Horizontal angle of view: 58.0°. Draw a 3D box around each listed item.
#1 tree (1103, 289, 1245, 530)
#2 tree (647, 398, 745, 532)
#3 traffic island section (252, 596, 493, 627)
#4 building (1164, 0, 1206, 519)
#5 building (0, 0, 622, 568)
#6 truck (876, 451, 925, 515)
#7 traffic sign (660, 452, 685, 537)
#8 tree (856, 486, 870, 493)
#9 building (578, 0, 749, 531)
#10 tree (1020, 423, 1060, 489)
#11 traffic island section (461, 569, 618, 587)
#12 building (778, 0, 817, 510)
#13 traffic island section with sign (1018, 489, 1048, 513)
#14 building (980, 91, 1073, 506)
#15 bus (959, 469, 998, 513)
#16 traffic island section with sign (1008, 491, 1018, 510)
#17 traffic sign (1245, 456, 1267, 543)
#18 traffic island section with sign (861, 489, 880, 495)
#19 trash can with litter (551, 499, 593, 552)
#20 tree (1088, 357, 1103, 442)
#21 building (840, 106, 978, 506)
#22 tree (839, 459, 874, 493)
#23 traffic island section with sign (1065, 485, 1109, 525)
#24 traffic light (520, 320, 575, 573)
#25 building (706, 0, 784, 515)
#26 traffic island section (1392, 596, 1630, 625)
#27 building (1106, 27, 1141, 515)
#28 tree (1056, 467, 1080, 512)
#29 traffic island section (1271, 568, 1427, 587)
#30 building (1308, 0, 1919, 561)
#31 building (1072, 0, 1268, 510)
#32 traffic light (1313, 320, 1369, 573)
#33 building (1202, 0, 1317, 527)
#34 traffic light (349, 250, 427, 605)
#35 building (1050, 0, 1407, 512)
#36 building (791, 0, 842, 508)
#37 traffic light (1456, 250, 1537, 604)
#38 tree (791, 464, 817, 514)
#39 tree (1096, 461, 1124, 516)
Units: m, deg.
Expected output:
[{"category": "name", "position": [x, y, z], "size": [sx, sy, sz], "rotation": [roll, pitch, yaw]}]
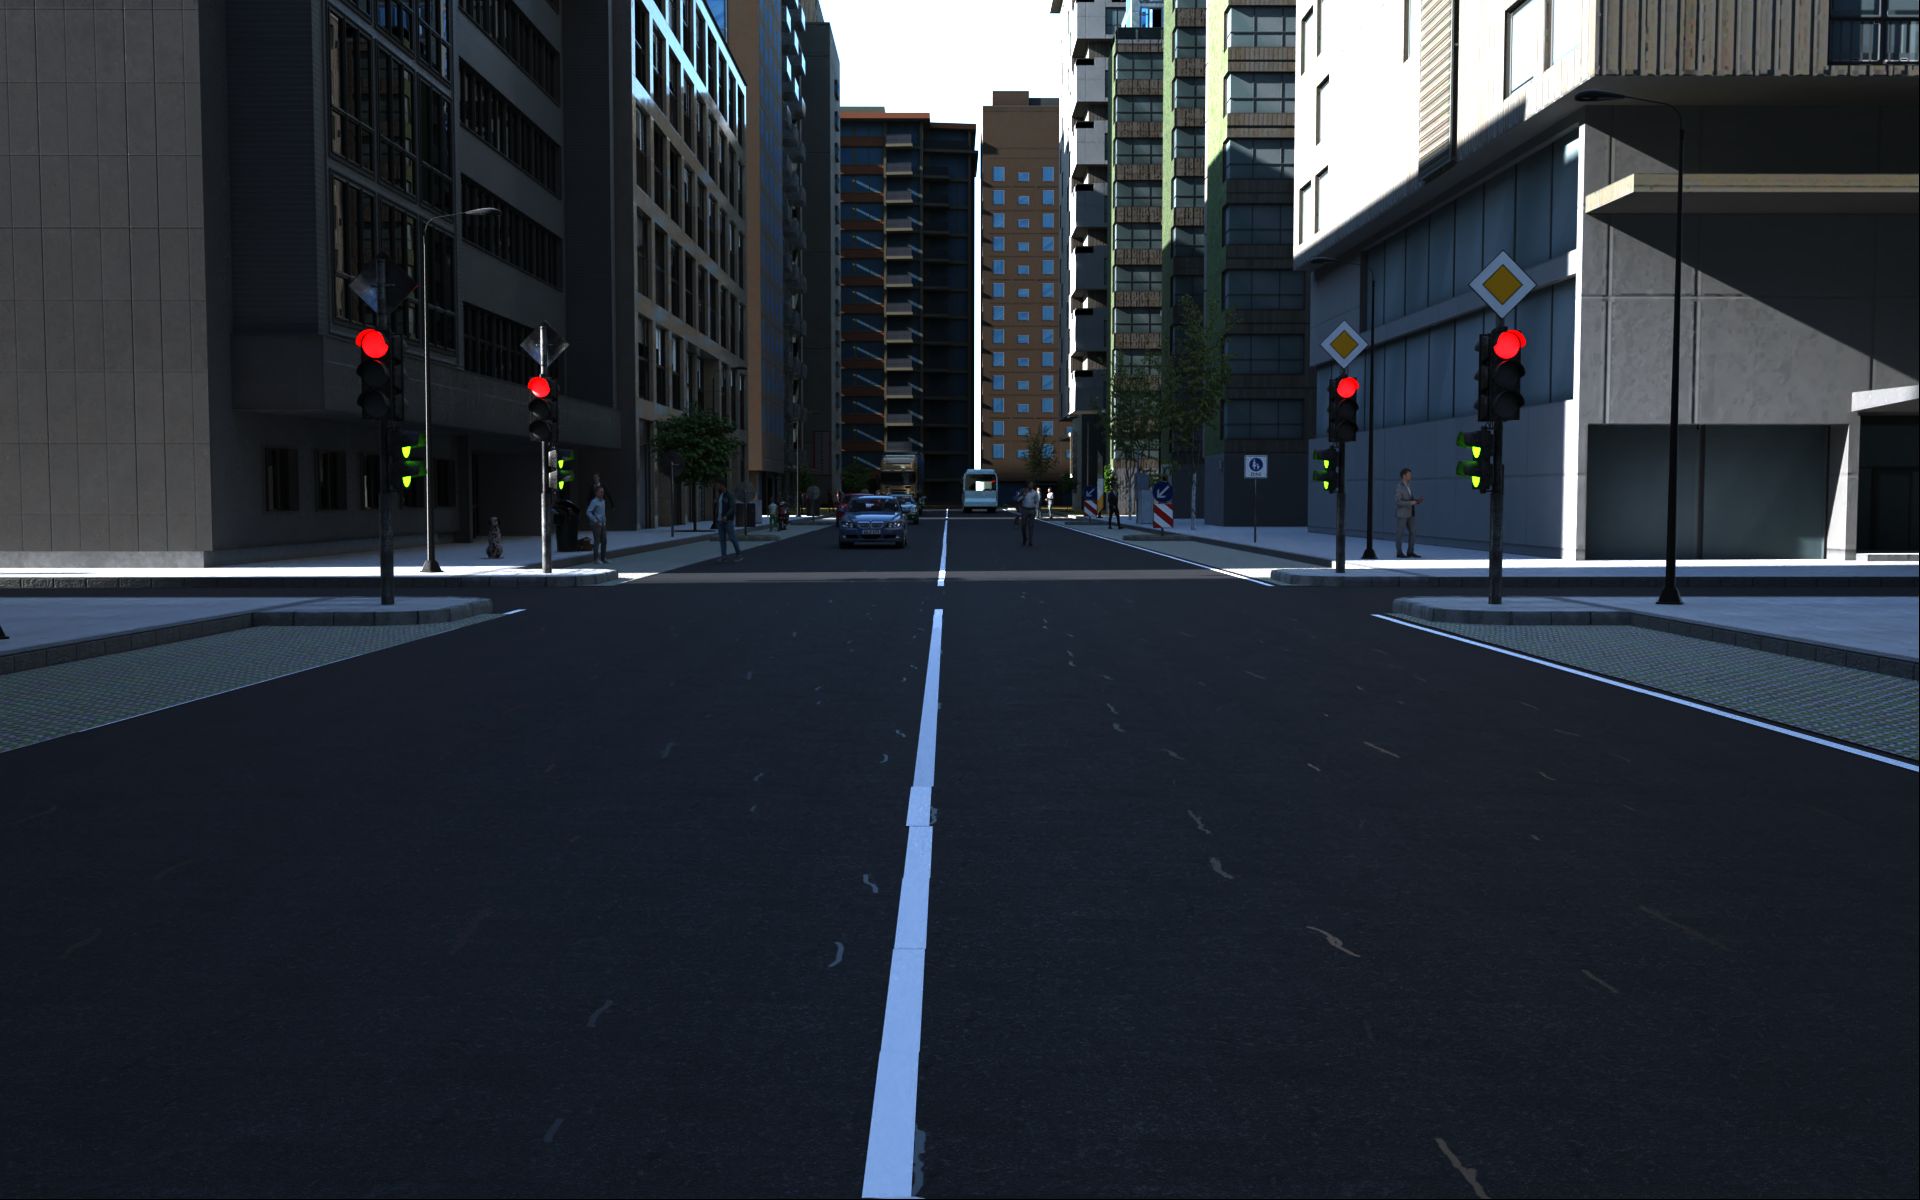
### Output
[{"category": "tree", "position": [8.202, -6.813, 61.748], "size": [4.737, 8.622, 4.395], "rotation": [0, 3, 0]}, {"category": "tree", "position": [-9.023, -4.626, 59.350], "size": [4.285, 4.588, 4.351], "rotation": [0, 3, 0]}, {"category": "traffic island section", "position": [-6.673, 0.131, 20.141], "size": [2.009, 0.180, 2.903], "rotation": [0, 4, 0]}, {"category": "building", "position": [17.981, -19.845, 96.169], "size": [14.160, 30.474, 14.107], "rotation": [0, 4, 0]}, {"category": "building", "position": [-18.544, -13.767, 44.154], "size": [14.314, 24.678, 30.058], "rotation": [0, 4, 0]}, {"category": "truck", "position": [-3.860, -7.786, 116.206], "size": [2.839, 4.237, 11.283], "rotation": [0, 4, 2]}, {"category": "traffic sign", "position": [-8.615, -3.163, 51.827], "size": [0.768, 2.556, 0.104], "rotation": [0, 4, 7]}, {"category": "tree", "position": [-9.579, -10.651, 168.740], "size": [1.663, 3.219, 1.824], "rotation": [0, 3, 0]}, {"category": "building", "position": [-20.987, -16.639, 76.561], "size": [19.350, 26.468, 34.151], "rotation": [0, 4, 0]}, {"category": "tree", "position": [8.156, -14.111, 181.082], "size": [4.737, 8.622, 4.395], "rotation": [0, 3, 0]}, {"category": "traffic island section", "position": [-6.725, -0.358, 28.126], "size": [2.009, 0.180, 2.903], "rotation": [0, 4, 0]}, {"category": "building", "position": [-23.483, -31.324, 131.748], "size": [23.786, 49.044, 30.456], "rotation": [0, 4, 0]}, {"category": "traffic island section with sign", "position": [5.559, -7.438, 130.240], "size": [1.989, 1.847, 2.006], "rotation": [0, 4, 0]}, {"category": "building", "position": [9.521, -33.381, 195.891], "size": [14.200, 45.320, 14.600], "rotation": [0, 4, 0]}, {"category": "bus", "position": [1.461, -8.526, 134.256], "size": [2.948, 3.499, 13.247], "rotation": [0, 4, 0]}, {"category": "traffic island section with sign", "position": [5.377, -9.139, 158.047], "size": [1.989, 1.847, 2.006], "rotation": [0, 4, 0]}, {"category": "traffic sign", "position": [7.807, -2.669, 45.763], "size": [0.606, 2.300, 0.079], "rotation": [0, 4, 1]}, {"category": "traffic island section with sign", "position": [-7.069, -7.429, 130.092], "size": [1.989, 1.847, 2.006], "rotation": [0, 4, 0]}, {"category": "trash can with litter", "position": [-8.673, -1.670, 38.697], "size": [0.624, 1.170, 1.055], "rotation": [2, 4, 25]}, {"category": "tree", "position": [8.398, -8.256, 85.341], "size": [4.737, 8.622, 4.395], "rotation": [0, 3, 0]}, {"category": "building", "position": [-12.447, -33.270, 198.587], "size": [28.867, 44.769, 22.147], "rotation": [0, 4, 0]}, {"category": "tree", "position": [-9.728, -10.969, 163.050], "size": [4.285, 4.588, 4.351], "rotation": [0, 3, 0]}, {"category": "traffic island section with sign", "position": [5.876, -4.388, 80.364], "size": [1.989, 1.847, 2.006], "rotation": [0, 4, 0]}, {"category": "traffic light", "position": [-6.685, -2.390, 27.992], "size": [0.839, 4.253, 0.868], "rotation": [0, 4, 0]}, {"category": "building", "position": [-18.826, -28.104, 109.605], "size": [14.600, 45.320, 14.200], "rotation": [0, 4, 0]}, {"category": "traffic island section", "position": [6.268, 0.126, 20.220], "size": [2.009, 0.180, 2.903], "rotation": [0, 4, 0]}, {"category": "building", "position": [16.280, -20.773, 111.346], "size": [14.160, 30.474, 14.107], "rotation": [0, 4, 0]}, {"category": "tree", "position": [7.721, -8.045, 126.137], "size": [1.663, 3.219, 1.824], "rotation": [0, 3, 0]}, {"category": "traffic island section", "position": [6.216, -0.362, 28.205], "size": [2.009, 0.180, 2.903], "rotation": [0, 4, 0]}, {"category": "building", "position": [24.037, -27.746, 42.889], "size": [27.495, 52.752, 28.713], "rotation": [0, 4, 0]}, {"category": "building", "position": [21.001, -50.123, 132.178], "size": [22.319, 86.520, 31.000], "rotation": [0, 4, 0]}, {"category": "traffic light", "position": [6.176, -2.396, 28.091], "size": [0.839, 4.253, 0.868], "rotation": [0, 4, 0]}, {"category": "building", "position": [17.341, -23.864, 73.767], "size": [14.154, 41.232, 14.086], "rotation": [0, 4, 0]}, {"category": "traffic light", "position": [-6.633, -1.901, 20.007], "size": [0.839, 4.253, 0.868], "rotation": [0, 4, 0]}, {"category": "building", "position": [23.495, -35.058, 162.429], "size": [28.713, 52.752, 27.495], "rotation": [0, 4, 0]}, {"category": "building", "position": [-22.615, -33.185, 166.271], "size": [21.600, 48.544, 21.300], "rotation": [0, 4, 0]}, {"category": "traffic light", "position": [6.228, -1.907, 20.106], "size": [0.839, 4.253, 0.868], "rotation": [0, 4, 0]}, {"category": "tree", "position": [-10.019, -7.105, 110.761], "size": [1.663, 3.219, 1.824], "rotation": [0, 3, 0]}, {"category": "tree", "position": [8.875, -6.550, 101.700], "size": [1.663, 3.219, 1.824], "rotation": [0, 3, 0]}]
